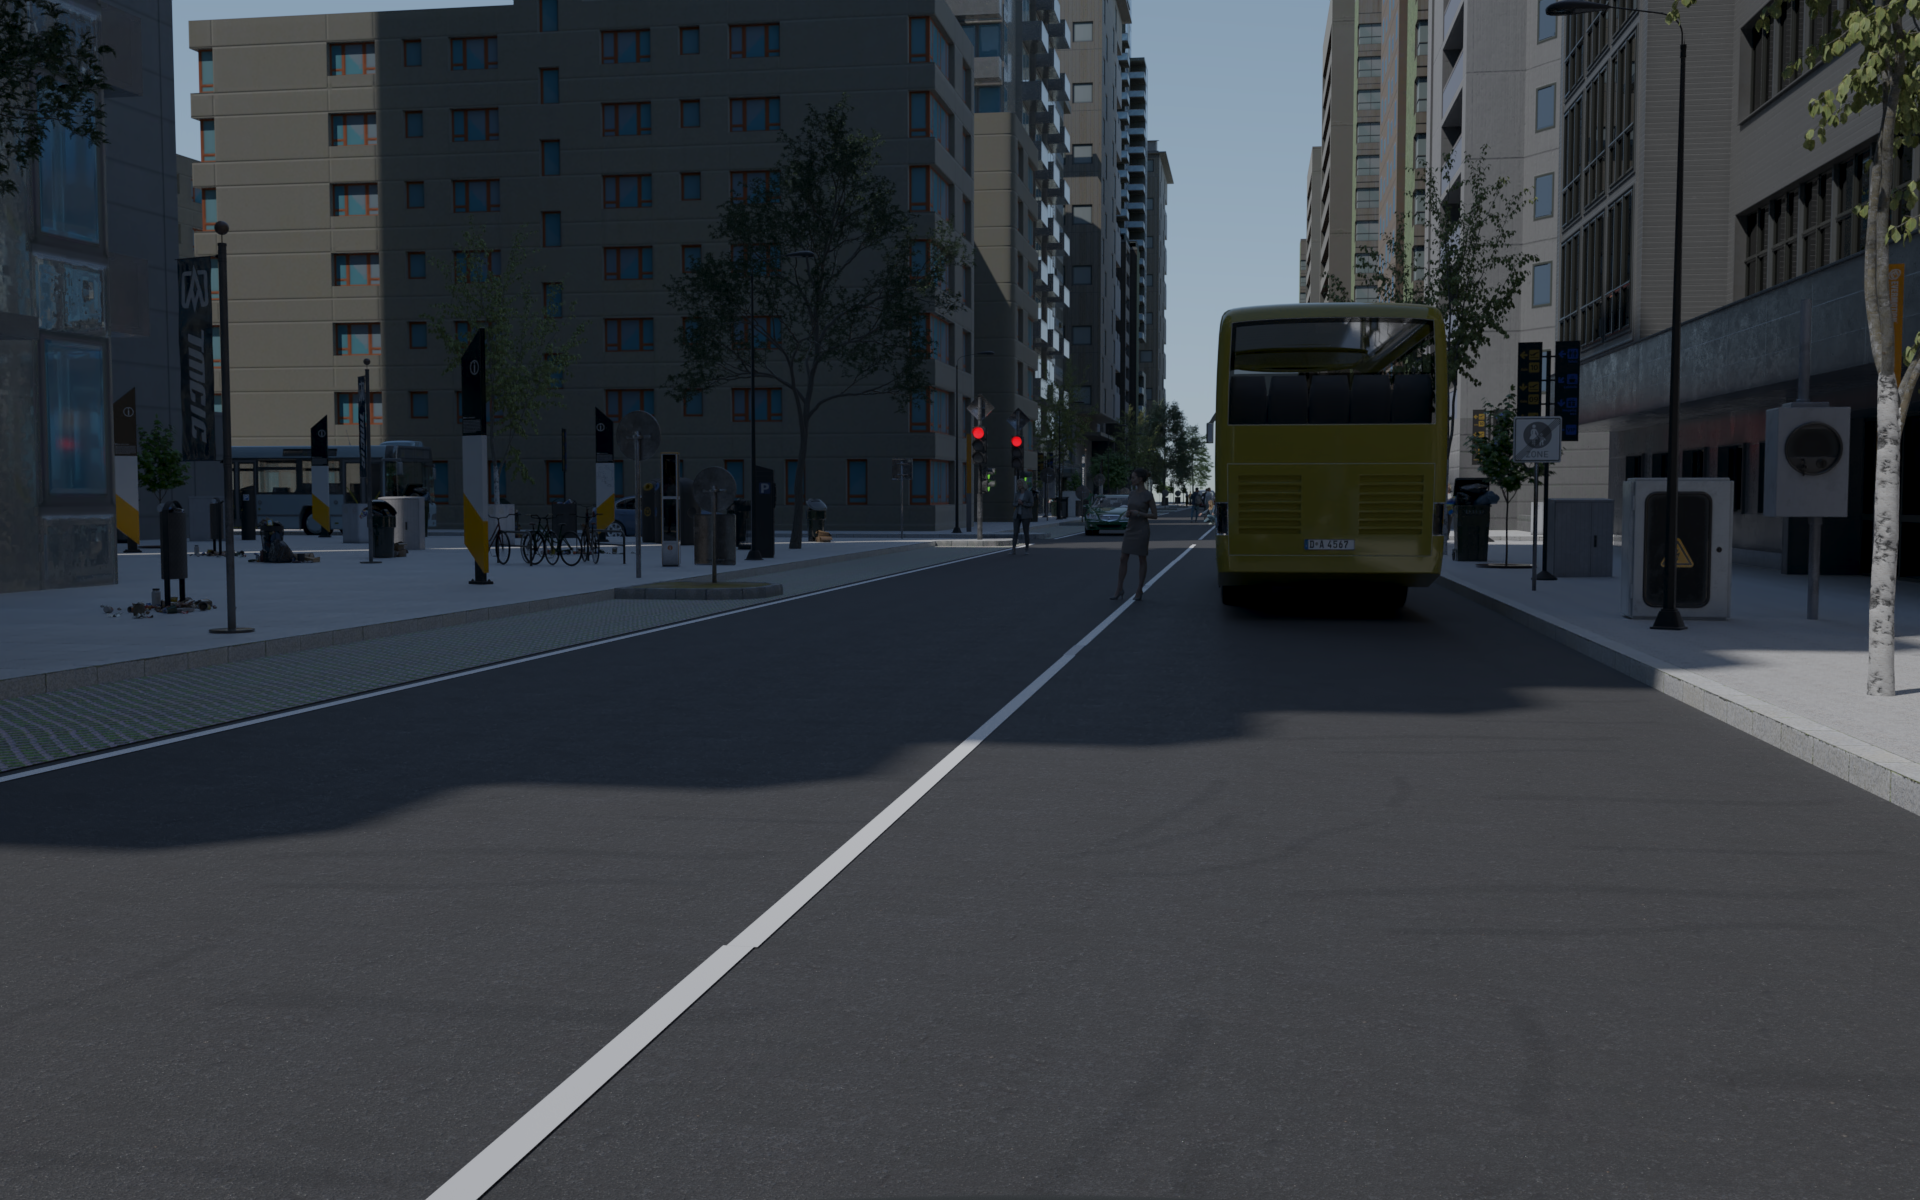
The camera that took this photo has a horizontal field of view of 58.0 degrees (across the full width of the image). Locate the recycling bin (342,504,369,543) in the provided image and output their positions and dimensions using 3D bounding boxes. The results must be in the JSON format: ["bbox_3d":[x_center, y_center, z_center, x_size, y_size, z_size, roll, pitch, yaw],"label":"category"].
[{"bbox_3d":[-15.679,-2.009,45.407,0.722,1.027,0.722,2,4,34],"label":"recycling bin"}]

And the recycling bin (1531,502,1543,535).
[{"bbox_3d":[18.366,-2.563,54.453,0.722,1.027,0.722,2,4,25],"label":"recycling bin"}]

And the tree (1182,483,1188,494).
[{"bbox_3d":[34.724,-16.750,268.465,1.663,3.219,1.824,0,3,0],"label":"tree"}]

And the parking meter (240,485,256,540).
[{"bbox_3d":[-19.830,-2.436,48.242,0.372,1.533,0.369,0,3,0],"label":"parking meter"}]

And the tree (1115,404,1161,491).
[{"bbox_3d":[14.425,-11.798,143.263,4.737,8.622,4.395,0,3,0],"label":"tree"}]

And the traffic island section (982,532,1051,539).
[{"bbox_3d":[1.862,-2.092,56.491,2.009,0.180,2.903,1,4,10],"label":"traffic island section"}]

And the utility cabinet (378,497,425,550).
[{"bbox_3d":[-12.844,-1.754,39.840,1.020,1.237,0.306,1,4,12],"label":"utility cabinet"}]

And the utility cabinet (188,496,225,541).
[{"bbox_3d":[-20.389,-2.197,47.079,1.020,1.237,0.306,0,4,-4],"label":"utility cabinet"}]

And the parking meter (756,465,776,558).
[{"bbox_3d":[-3.895,-1.779,34.798,0.399,1.863,0.255,0,4,-1],"label":"parking meter"}]

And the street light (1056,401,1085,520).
[{"bbox_3d":[5.519,-6.982,86.694,1.470,5.913,1.316,1,4,10],"label":"street light"}]

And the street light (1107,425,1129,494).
[{"bbox_3d":[10.475,-8.775,116.018,1.470,5.913,1.316,1,4,10],"label":"street light"}]

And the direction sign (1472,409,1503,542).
[{"bbox_3d":[14.143,-3.324,46.339,0.876,3.537,0.379,2,4,25],"label":"direction sign"}]

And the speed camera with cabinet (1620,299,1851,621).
[{"bbox_3d":[7.885,-1.426,17.657,2.038,3.252,0.660,1,4,12],"label":"speed camera with cabinet"}]

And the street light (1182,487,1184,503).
[{"bbox_3d":[26.961,-14.767,213.977,1.470,5.913,1.316,1,4,10],"label":"street light"}]

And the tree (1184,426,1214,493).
[{"bbox_3d":[38.498,-22.634,288.198,7.486,12.596,7.792,0,3,0],"label":"tree"}]

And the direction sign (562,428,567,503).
[{"bbox_3d":[-13.710,-4.162,60.048,0.379,3.537,0.876,0,4,-5],"label":"direction sign"}]

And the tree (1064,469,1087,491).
[{"bbox_3d":[8.569,-8.253,129.537,1.663,3.219,1.824,0,3,0],"label":"tree"}]

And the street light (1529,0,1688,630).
[{"bbox_3d":[6.209,-2.682,16.388,1.470,5.913,1.316,1,4,10],"label":"street light"}]

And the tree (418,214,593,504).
[{"bbox_3d":[-12.236,-5.877,46.457,4.737,8.622,4.395,0,3,0],"label":"tree"}]

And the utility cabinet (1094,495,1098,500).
[{"bbox_3d":[8.663,-5.969,108.749,0.306,1.237,1.020,1,4,17],"label":"utility cabinet"}]

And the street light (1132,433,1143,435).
[{"bbox_3d":[13.216,-9.751,131.972,1.470,5.913,1.316,1,4,10],"label":"street light"}]

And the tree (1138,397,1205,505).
[{"bbox_3d":[24.195,-17.622,205.129,9.611,12.733,9.660,0,3,0],"label":"tree"}]

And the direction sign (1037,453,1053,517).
[{"bbox_3d":[4.685,-6.303,95.053,0.876,3.537,0.379,0,4,-5],"label":"direction sign"}]

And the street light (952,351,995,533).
[{"bbox_3d":[0.433,-5.136,56.507,1.470,5.913,1.316,1,4,10],"label":"street light"}]

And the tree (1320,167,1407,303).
[{"bbox_3d":[10.057,-5.269,36.515,4.737,8.622,4.395,0,3,0],"label":"tree"}]

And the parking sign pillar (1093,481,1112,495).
[{"bbox_3d":[10.430,-8.455,126.710,1.447,3.967,1.447,1,4,20],"label":"parking sign pillar"}]

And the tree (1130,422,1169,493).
[{"bbox_3d":[18.905,-13.486,170.854,4.360,8.622,3.978,0,3,0],"label":"tree"}]

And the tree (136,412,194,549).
[{"bbox_3d":[-19.084,-2.838,40.997,1.663,3.219,1.824,0,3,0],"label":"tree"}]

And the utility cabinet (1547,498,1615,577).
[{"bbox_3d":[9.602,-0.959,26.847,1.020,1.237,0.306,-1,4,-12],"label":"utility cabinet"}]

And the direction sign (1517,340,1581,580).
[{"bbox_3d":[8.733,-2.066,25.780,0.876,3.537,0.379,1,4,22],"label":"direction sign"}]

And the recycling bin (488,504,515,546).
[{"bbox_3d":[-11.573,-1.867,43.079,0.722,1.027,0.722,2,4,24],"label":"recycling bin"}]

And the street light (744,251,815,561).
[{"bbox_3d":[-3.463,-3.718,33.328,1.470,5.913,1.316,1,4,10],"label":"street light"}]

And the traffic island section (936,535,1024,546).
[{"bbox_3d":[0.537,-1.611,48.616,2.009,0.180,2.903,1,4,10],"label":"traffic island section"}]

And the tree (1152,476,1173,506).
[{"bbox_3d":[25.221,-13.505,215.411,1.663,3.219,1.824,0,3,0],"label":"tree"}]

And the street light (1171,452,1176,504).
[{"bbox_3d":[23.096,-13.359,190.957,1.470,5.913,1.316,1,4,10],"label":"street light"}]

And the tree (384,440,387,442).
[{"bbox_3d":[-20.166,-4.073,61.191,1.663,3.219,1.824,0,3,0],"label":"tree"}]

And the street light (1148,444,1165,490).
[{"bbox_3d":[18.096,-11.562,161.585,1.470,5.913,1.316,1,4,10],"label":"street light"}]

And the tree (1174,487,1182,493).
[{"bbox_3d":[28.204,-14.497,231.627,1.663,3.219,1.824,0,3,0],"label":"tree"}]

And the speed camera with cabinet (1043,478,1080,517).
[{"bbox_3d":[5.627,-6.201,95.729,2.038,3.252,0.660,0,4,6],"label":"speed camera with cabinet"}]

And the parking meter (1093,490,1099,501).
[{"bbox_3d":[8.938,-6.457,113.981,0.372,1.533,0.369,0,3,0],"label":"parking meter"}]
